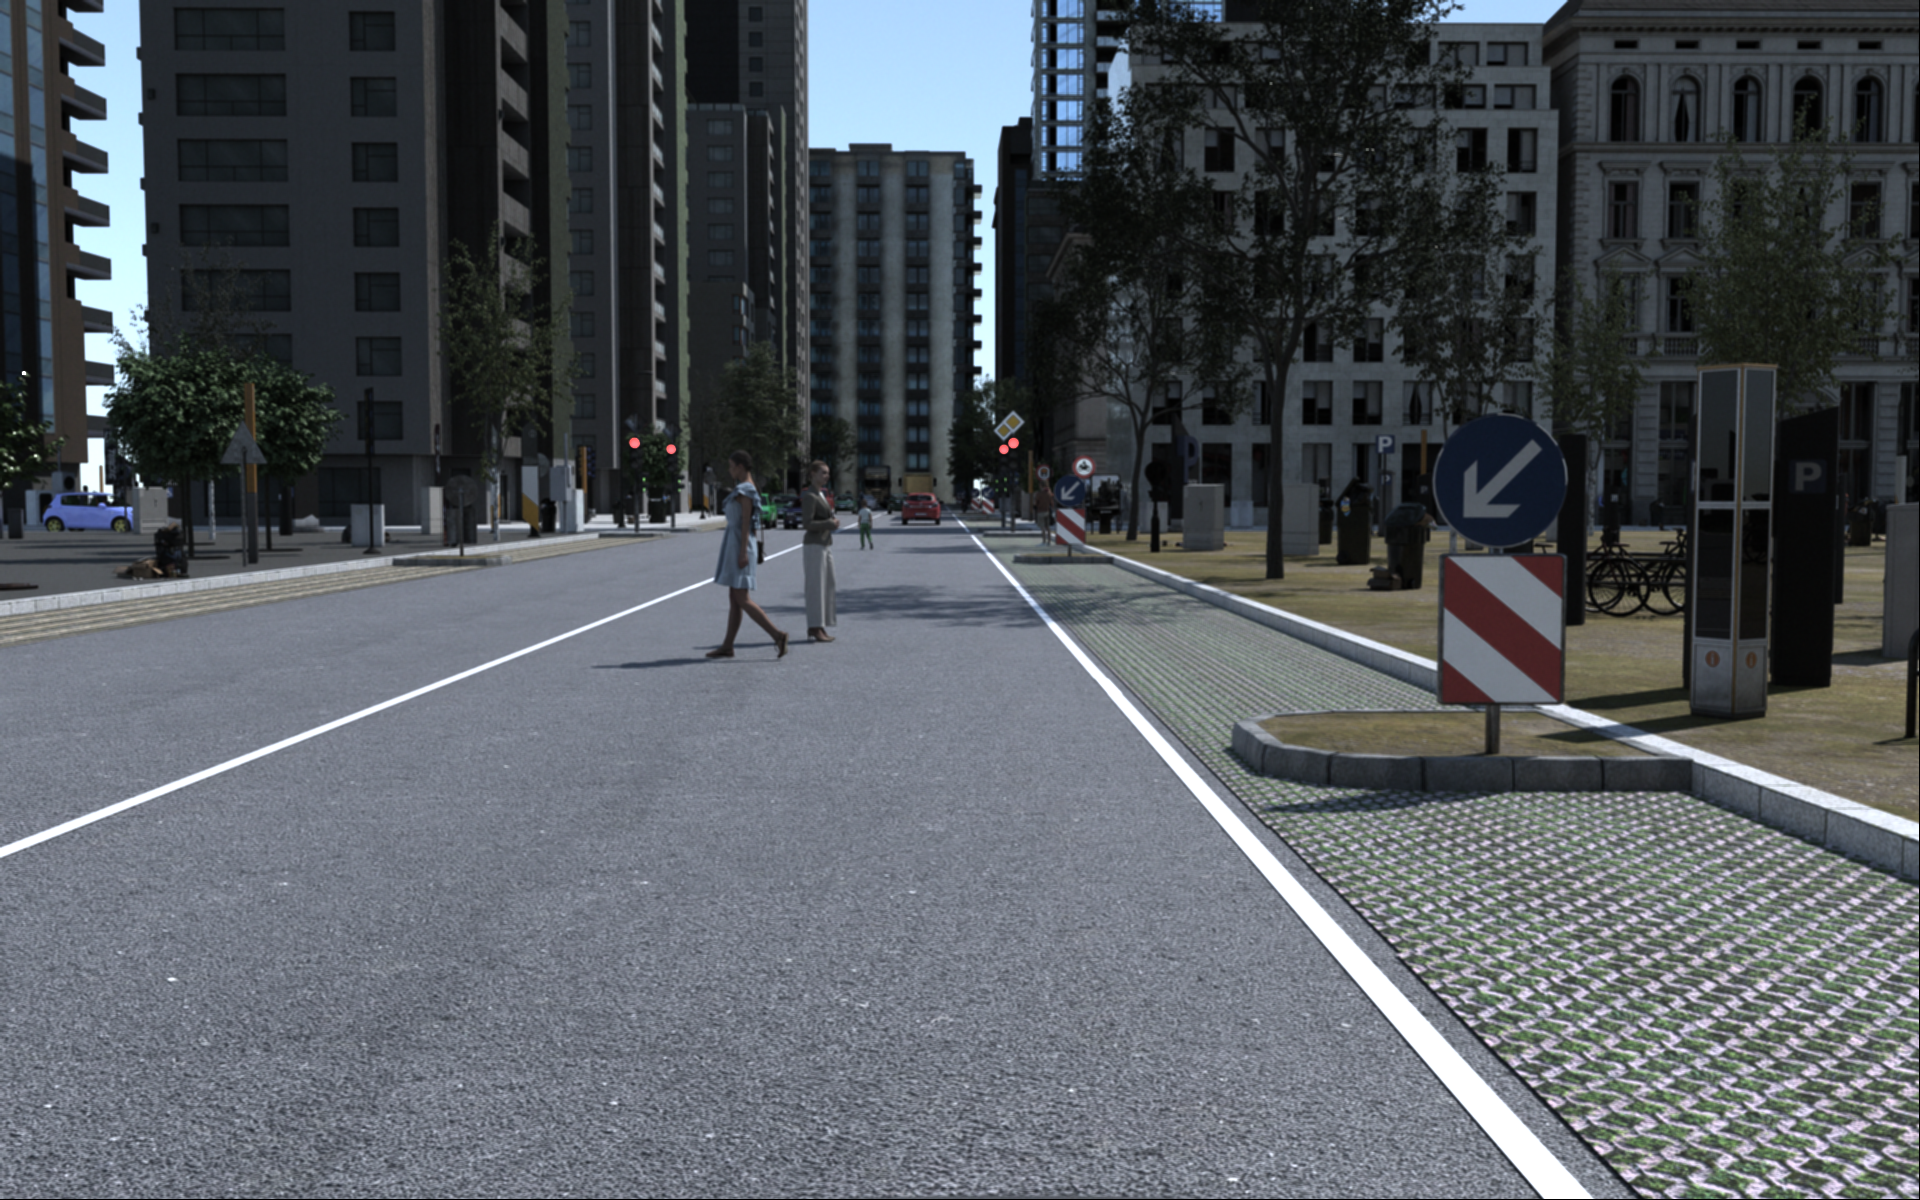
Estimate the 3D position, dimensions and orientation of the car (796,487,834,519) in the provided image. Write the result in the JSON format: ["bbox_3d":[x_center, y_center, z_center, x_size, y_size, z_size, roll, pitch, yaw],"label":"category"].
[{"bbox_3d":[-8.318,-5.536,99.190,2.281,1.827,5.304,0,4,-1],"label":"car"}]

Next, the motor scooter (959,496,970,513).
[{"bbox_3d":[0.335,-7.312,132.335,0.815,1.314,1.986,0,4,-3],"label":"motor scooter"}]

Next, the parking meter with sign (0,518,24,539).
[{"bbox_3d":[-27.751,-3.252,49.435,1.738,3.016,0.543,-1,4,-18],"label":"parking meter with sign"}]

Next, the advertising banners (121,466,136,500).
[{"bbox_3d":[-50.215,-6.620,104.431,2.074,3.025,0.090,2,4,35],"label":"advertising banners"}]

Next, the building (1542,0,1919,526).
[{"bbox_3d":[33.840,-15.014,74.357,19.941,23.489,11.050,0,4,-1],"label":"building"}]

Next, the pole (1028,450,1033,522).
[{"bbox_3d":[3.306,-5.327,80.944,0.158,3.312,0.155,0,3,0],"label":"pole"}]

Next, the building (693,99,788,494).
[{"bbox_3d":[-25.251,-30.144,176.444,14.154,41.232,14.086,0,4,-1],"label":"building"}]

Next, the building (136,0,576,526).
[{"bbox_3d":[-25.203,-18.526,74.598,14.160,30.474,14.107,0,4,-1],"label":"building"}]

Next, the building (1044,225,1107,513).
[{"bbox_3d":[11.168,-14.960,109.231,10.561,19.102,19.286,0,4,-1],"label":"building"}]

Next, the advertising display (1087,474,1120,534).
[{"bbox_3d":[4.660,-3.083,55.623,0.974,1.923,0.123,-1,4,-9],"label":"advertising display"}]

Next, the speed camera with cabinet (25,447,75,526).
[{"bbox_3d":[-36.649,-4.615,69.794,0.660,3.252,2.038,1,4,16],"label":"speed camera with cabinet"}]

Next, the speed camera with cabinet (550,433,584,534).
[{"bbox_3d":[-12.921,-3.826,56.892,0.660,3.252,2.038,0,4,3],"label":"speed camera with cabinet"}]

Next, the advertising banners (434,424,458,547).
[{"bbox_3d":[-12.668,-2.841,42.641,0.090,3.025,2.074,-2,4,-29],"label":"advertising banners"}]

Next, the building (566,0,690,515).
[{"bbox_3d":[-25.765,-26.279,113.253,14.154,41.232,14.086,0,4,-1],"label":"building"}]

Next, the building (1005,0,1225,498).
[{"bbox_3d":[16.371,-53.218,182.784,22.319,86.520,31.000,0,4,-1],"label":"building"}]

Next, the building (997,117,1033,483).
[{"bbox_3d":[11.631,-34.032,206.533,14.600,45.320,14.200,0,4,-1],"label":"building"}]

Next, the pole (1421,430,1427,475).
[{"bbox_3d":[14.746,-3.749,55.136,0.158,3.312,0.155,0,3,0],"label":"pole"}]

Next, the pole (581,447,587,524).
[{"bbox_3d":[-16.186,-4.940,74.607,0.158,3.312,0.155,0,3,0],"label":"pole"}]

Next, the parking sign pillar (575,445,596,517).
[{"bbox_3d":[-20.809,-6.544,95.471,1.447,3.967,1.447,1,4,9],"label":"parking sign pillar"}]

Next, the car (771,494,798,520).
[{"bbox_3d":[-8.679,-4.514,85.596,2.131,1.459,4.920,0,4,-1],"label":"car"}]

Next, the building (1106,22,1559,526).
[{"bbox_3d":[15.175,-13.399,73.824,16.860,20.320,10.420,0,4,-1],"label":"building"}]

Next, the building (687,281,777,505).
[{"bbox_3d":[-31.650,-18.988,155.498,27.650,21.520,28.899,0,4,-1],"label":"building"}]

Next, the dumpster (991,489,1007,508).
[{"bbox_3d":[2.919,-7.567,129.478,1.264,1.857,1.865,0,4,-1],"label":"dumpster"}]

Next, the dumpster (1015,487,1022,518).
[{"bbox_3d":[3.488,-5.248,91.555,1.264,1.857,1.865,0,4,-1],"label":"dumpster"}]

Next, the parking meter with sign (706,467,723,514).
[{"bbox_3d":[-15.613,-7.054,111.590,0.543,3.016,1.738,2,4,26],"label":"parking meter with sign"}]

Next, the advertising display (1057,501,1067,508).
[{"bbox_3d":[5.434,-5.097,88.543,0.974,1.923,0.123,0,4,4],"label":"advertising display"}]

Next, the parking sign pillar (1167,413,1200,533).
[{"bbox_3d":[7.525,-4.242,57.822,1.447,3.967,1.447,2,4,34],"label":"parking sign pillar"}]

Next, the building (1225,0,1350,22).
[{"bbox_3d":[33.111,-46.793,203.323,20.611,71.187,20.563,0,4,-1],"label":"building"}]

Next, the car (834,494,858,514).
[{"bbox_3d":[-8.369,-6.922,124.968,2.131,1.459,4.920,0,4,-1],"label":"car"}]

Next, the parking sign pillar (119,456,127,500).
[{"bbox_3d":[-53.666,-7.515,111.345,1.447,3.967,1.447,1,4,10],"label":"parking sign pillar"}]

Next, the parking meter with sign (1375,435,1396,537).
[{"bbox_3d":[12.851,-3.409,52.002,0.543,3.016,1.738,1,4,21],"label":"parking meter with sign"}]

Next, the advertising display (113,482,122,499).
[{"bbox_3d":[-45.281,-5.374,93.080,0.123,1.923,0.974,-1,4,-9],"label":"advertising display"}]

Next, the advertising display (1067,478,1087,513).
[{"bbox_3d":[4.920,-3.961,69.974,0.974,1.923,0.123,1,4,18],"label":"advertising display"}]

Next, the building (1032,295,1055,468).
[{"bbox_3d":[13.870,-16.234,132.882,16.820,18.784,16.811,0,4,-1],"label":"building"}]

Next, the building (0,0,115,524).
[{"bbox_3d":[-47.291,-25.961,74.568,14.200,45.320,14.600,0,4,-1],"label":"building"}]

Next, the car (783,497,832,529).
[{"bbox_3d":[-6.263,-3.605,71.524,1.945,1.354,3.894,0,4,1],"label":"car"}]

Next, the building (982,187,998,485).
[{"bbox_3d":[17.381,-35.703,238.366,28.867,44.769,22.147,0,4,-1],"label":"building"}]

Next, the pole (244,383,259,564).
[{"bbox_3d":[-13.057,-2.328,31.908,0.158,3.312,0.155,0,3,0],"label":"pole"}]

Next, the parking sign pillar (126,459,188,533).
[{"bbox_3d":[-26.398,-4.215,57.389,1.447,3.967,1.447,2,4,23],"label":"parking sign pillar"}]

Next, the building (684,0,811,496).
[{"bbox_3d":[-28.459,-46.685,201.550,20.611,71.187,20.563,0,4,-1],"label":"building"}]

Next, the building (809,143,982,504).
[{"bbox_3d":[-12.297,-37.896,239.200,30.456,49.044,23.786,0,4,-1],"label":"building"}]

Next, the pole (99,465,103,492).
[{"bbox_3d":[-60.855,-7.886,122.772,0.158,3.312,0.155,0,3,0],"label":"pole"}]

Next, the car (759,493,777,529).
[{"bbox_3d":[-8.601,-3.860,71.910,1.959,1.807,4.718,0,4,-2],"label":"car"}]

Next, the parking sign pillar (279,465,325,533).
[{"bbox_3d":[-21.948,-4.231,57.656,1.447,3.967,1.447,1,4,15],"label":"parking sign pillar"}]

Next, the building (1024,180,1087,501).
[{"bbox_3d":[12.920,-23.867,161.924,14.160,30.474,14.107,0,4,-1],"label":"building"}]
